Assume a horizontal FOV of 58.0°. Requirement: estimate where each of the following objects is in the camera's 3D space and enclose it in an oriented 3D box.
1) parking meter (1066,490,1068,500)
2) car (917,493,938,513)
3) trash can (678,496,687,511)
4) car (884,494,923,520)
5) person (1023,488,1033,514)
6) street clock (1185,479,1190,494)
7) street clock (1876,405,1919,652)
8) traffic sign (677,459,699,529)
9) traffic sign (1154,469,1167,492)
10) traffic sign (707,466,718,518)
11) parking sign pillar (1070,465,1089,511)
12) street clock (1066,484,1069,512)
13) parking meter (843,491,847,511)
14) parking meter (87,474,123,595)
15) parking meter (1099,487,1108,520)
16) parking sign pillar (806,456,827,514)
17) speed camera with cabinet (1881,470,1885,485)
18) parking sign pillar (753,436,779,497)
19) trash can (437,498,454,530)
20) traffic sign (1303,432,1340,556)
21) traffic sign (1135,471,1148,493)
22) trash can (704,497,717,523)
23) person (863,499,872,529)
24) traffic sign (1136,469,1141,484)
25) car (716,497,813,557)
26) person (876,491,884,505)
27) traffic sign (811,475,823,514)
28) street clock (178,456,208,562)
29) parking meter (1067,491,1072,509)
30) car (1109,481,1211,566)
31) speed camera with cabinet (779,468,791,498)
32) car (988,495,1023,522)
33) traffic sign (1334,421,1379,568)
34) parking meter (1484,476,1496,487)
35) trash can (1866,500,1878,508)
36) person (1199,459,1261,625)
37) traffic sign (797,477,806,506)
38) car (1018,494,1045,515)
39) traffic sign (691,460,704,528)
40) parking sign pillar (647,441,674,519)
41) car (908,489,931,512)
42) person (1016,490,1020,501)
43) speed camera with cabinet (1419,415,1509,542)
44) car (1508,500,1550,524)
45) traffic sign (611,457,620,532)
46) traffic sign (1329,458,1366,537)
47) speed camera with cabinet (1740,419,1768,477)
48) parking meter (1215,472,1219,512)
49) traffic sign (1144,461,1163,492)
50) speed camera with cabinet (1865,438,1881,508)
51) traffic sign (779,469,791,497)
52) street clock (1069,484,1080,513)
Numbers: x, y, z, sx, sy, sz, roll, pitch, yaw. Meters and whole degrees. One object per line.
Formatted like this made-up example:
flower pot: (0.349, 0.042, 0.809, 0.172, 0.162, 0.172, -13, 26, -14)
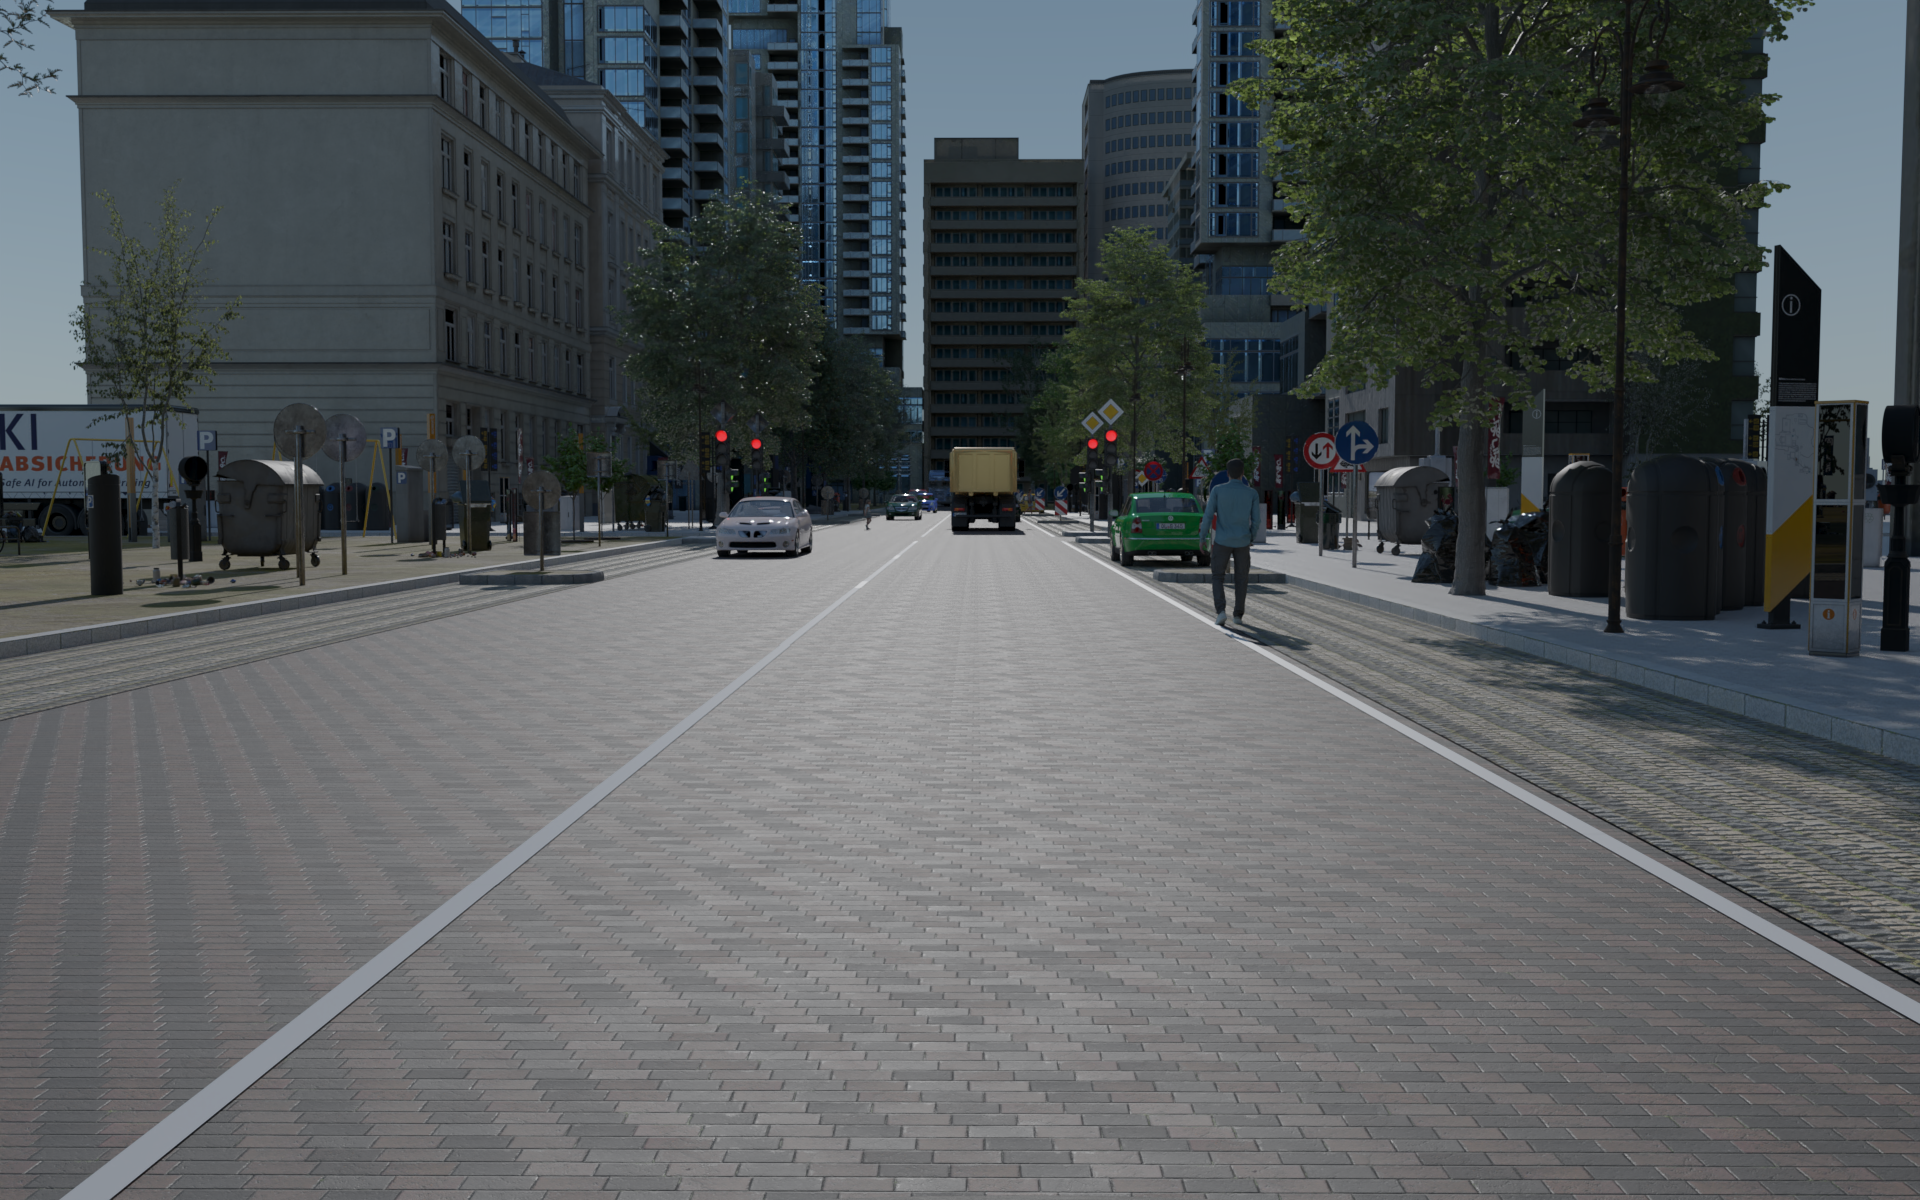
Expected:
parking meter: (8.205, -7.730, 132.096, 0.255, 1.863, 0.399, 1, 4, 9)
car: (-2.625, -7.430, 131.075, 1.945, 1.707, 3.694, 0, 4, 2)
trash can: (-20.601, -7.155, 128.645, 0.748, 1.137, 0.748, 0, 3, 0)
car: (-3.108, -5.183, 96.543, 2.131, 1.459, 4.920, 0, 4, 2)
person: (4.594, -6.514, 115.092, 0.778, 1.811, 0.616, 1, 4, 10)
street clock: (10.675, -4.717, 81.694, 0.358, 2.002, 0.471, 0, 4, 1)
street clock: (7.658, -0.585, 14.130, 0.358, 2.002, 0.471, 3, 4, 37)
traffic sign: (-10.000, -3.904, 63.830, 0.884, 2.594, 0.081, 0, 4, 4)
traffic sign: (9.402, -5.012, 82.051, 0.768, 2.556, 0.104, 0, 4, 7)
traffic sign: (-11.211, -4.836, 79.167, 0.768, 2.556, 0.104, 1, 4, 9)
parking sign pillar: (8.978, -8.694, 130.621, 1.447, 3.967, 1.447, 2, 4, 24)
street clock: (7.682, -7.123, 121.027, 0.471, 2.002, 0.358, -1, 4, -8)
parking meter: (-8.752, -7.548, 131.817, 0.372, 1.533, 0.369, 0, 3, 0)
parking meter: (-10.881, -0.834, 22.051, 0.372, 1.533, 0.369, 0, 3, 0)
parking meter: (7.125, -4.917, 86.104, 0.399, 1.863, 0.255, 3, 5, 45)
parking sign pillar: (-9.196, -7.471, 110.621, 1.447, 3.967, 1.447, 1, 4, 22)
speed camera with cabinet: (60.378, -7.362, 114.706, 0.660, 3.252, 2.038, -2, 4, -23)
parking sign pillar: (-8.993, -5.482, 78.096, 1.447, 3.967, 1.447, 0, 4, 7)
trash can: (-18.282, -3.047, 61.479, 0.748, 1.137, 0.748, 0, 3, 0)
traffic sign: (7.446, -2.176, 35.676, 0.768, 2.556, 0.104, 0, 4, 7)
traffic sign: (8.858, -5.086, 84.348, 0.795, 2.450, 0.064, 0, 4, 6)
trash can: (-11.023, -4.014, 77.287, 0.748, 1.137, 0.748, 0, 3, 0)
person: (-3.814, -3.483, 70.460, 0.382, 1.210, 0.505, -2, 4, -29)
traffic sign: (9.035, -5.431, 88.896, 0.768, 2.556, 0.104, 1, 4, 8)
car: (-4.595, -1.762, 41.165, 2.083, 1.381, 4.827, 0, 4, 2)
person: (-9.787, -12.598, 214.553, 1.350, 1.814, 0.705, 1, 4, 15)
traffic sign: (-9.041, -6.689, 109.468, 0.768, 2.556, 0.104, 1, 4, 9)
street clock: (-14.555, -1.734, 32.919, 0.358, 2.002, 0.471, 3, 5, 39)
parking meter: (7.840, -7.052, 123.709, 0.372, 1.533, 0.369, 0, 3, 0)
car: (4.075, -1.635, 35.525, 1.959, 1.807, 4.718, 0, 4, 1)
speed camera with cabinet: (-13.032, -8.008, 125.260, 0.660, 3.252, 2.038, 2, 4, 32)
car: (2.298, -4.940, 90.553, 2.009, 1.686, 4.222, 0, 4, 1)
traffic sign: (6.875, -1.835, 30.110, 0.768, 2.556, 0.104, 0, 4, 1)
parking meter: (15.702, -2.791, 51.351, 0.255, 1.863, 0.399, 0, 4, -4)
trash can: (48.567, -4.928, 92.221, 0.748, 1.137, 0.748, 0, 3, 0)
person: (2.966, -0.641, 18.995, 0.660, 1.820, 0.620, 0, 4, 1)
traffic sign: (-11.637, -7.755, 126.804, 0.884, 2.594, 0.081, 0, 4, 1)
car: (4.887, -6.677, 119.387, 2.015, 1.641, 3.980, 0, 4, -1)
traffic sign: (-10.115, -4.002, 65.436, 0.884, 2.594, 0.081, 0, 4, 2)
parking sign pillar: (-15.242, -6.072, 87.745, 1.447, 3.967, 1.447, 2, 4, 29)
car: (-3.383, -8.039, 140.112, 2.281, 1.827, 5.304, 0, 4, -1)
person: (4.534, -7.639, 133.743, 0.624, 1.780, 0.694, 0, 4, 4)
speed camera with cabinet: (12.178, -2.908, 41.876, 2.038, 3.252, 0.660, 0, 4, 2)
car: (19.416, -2.641, 54.985, 4.920, 1.459, 2.131, 0, 4, -1)
traffic sign: (-11.812, -3.599, 58.950, 0.768, 2.556, 0.104, 0, 4, 6)
traffic sign: (9.422, -2.576, 42.123, 0.884, 2.594, 0.081, 0, 4, 5)
speed camera with cabinet: (20.330, -3.103, 45.071, 2.038, 3.252, 0.660, -3, 5, -44)
parking meter: (6.857, -2.462, 45.959, 0.255, 1.863, 0.399, 1, 4, 13)
traffic sign: (7.545, -4.128, 67.600, 0.768, 2.556, 0.104, 1, 4, 9)
speed camera with cabinet: (31.140, -4.075, 60.963, 2.038, 3.252, 0.660, 2, 4, 27)
traffic sign: (-9.114, -5.470, 89.544, 0.768, 2.556, 0.104, 0, 4, 5)
street clock: (7.998, -7.004, 119.084, 0.471, 2.002, 0.358, -2, 4, -33)
